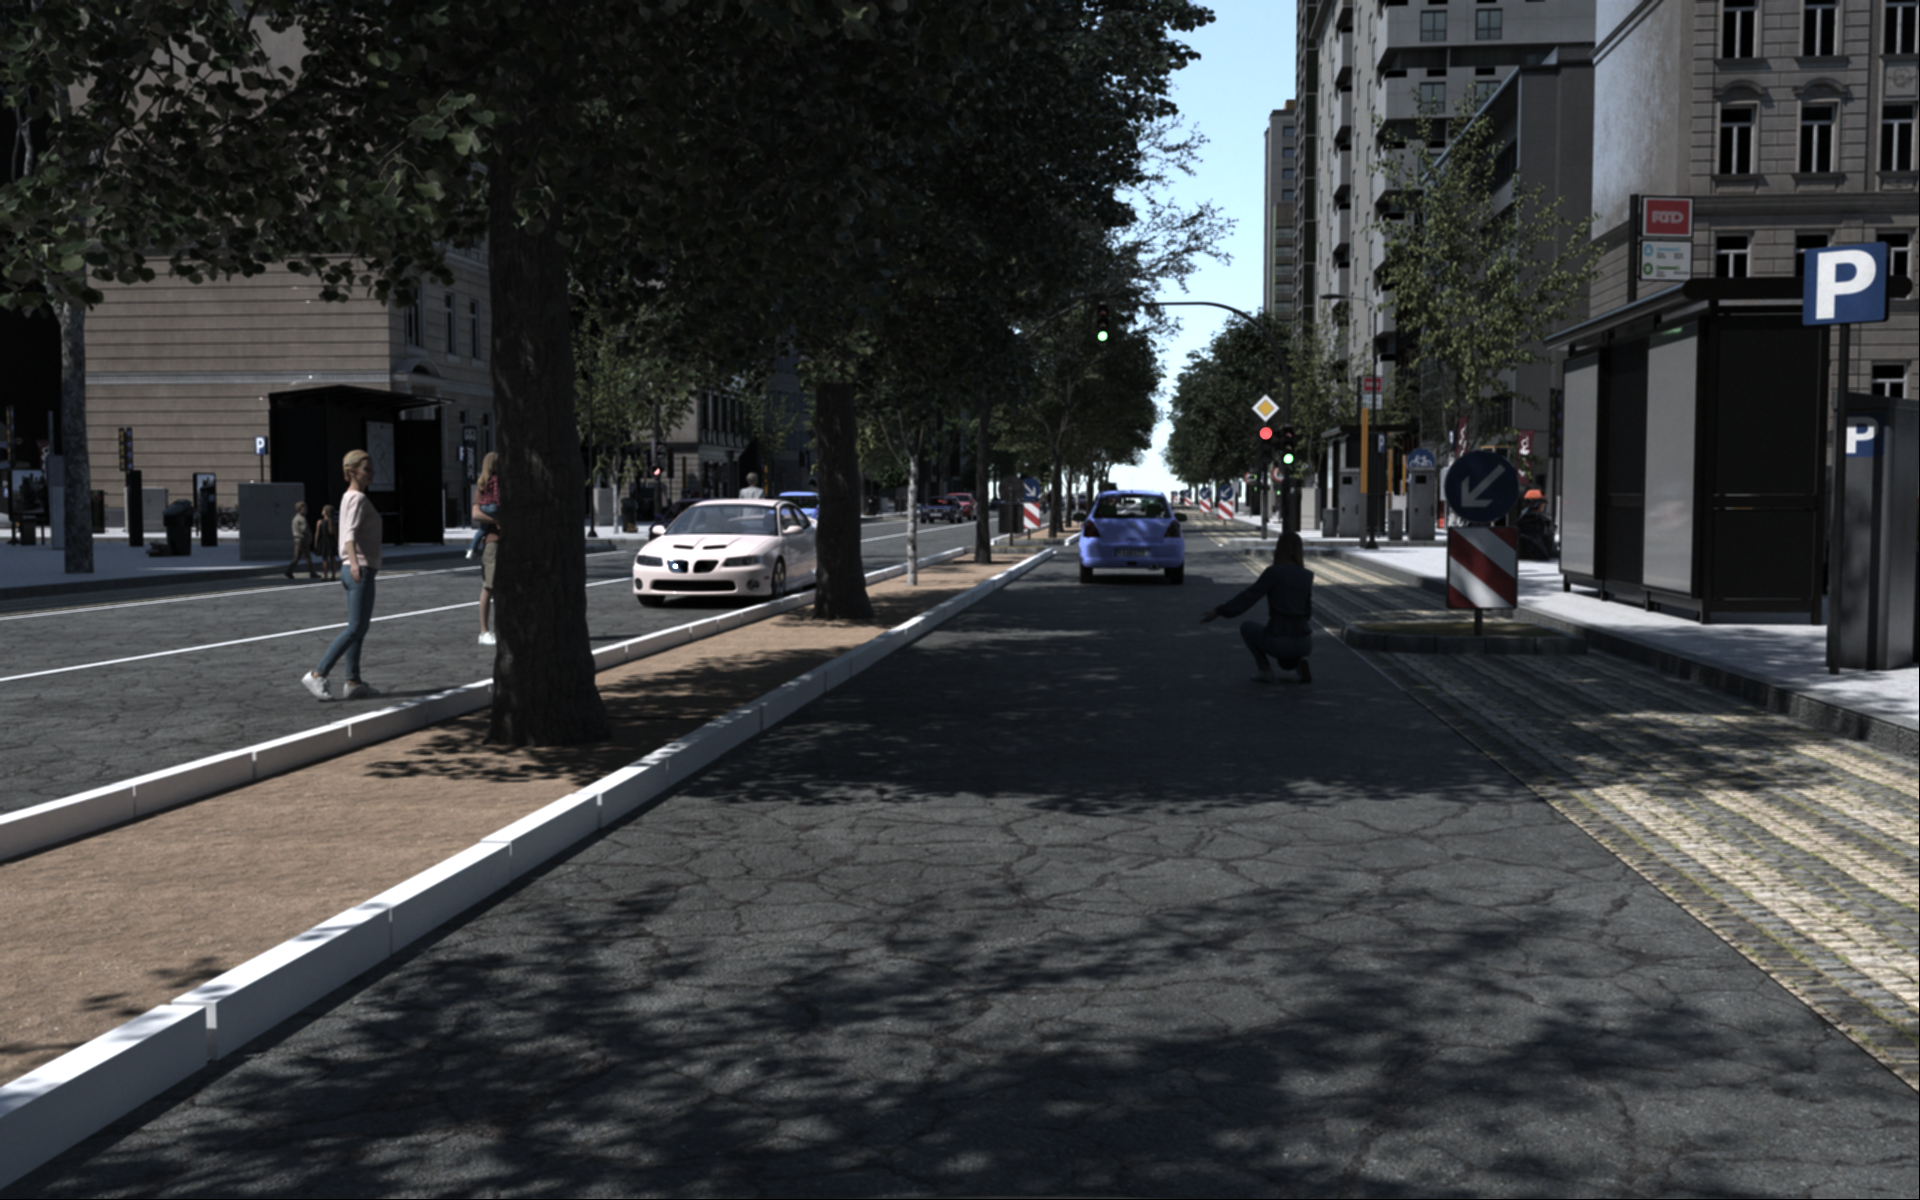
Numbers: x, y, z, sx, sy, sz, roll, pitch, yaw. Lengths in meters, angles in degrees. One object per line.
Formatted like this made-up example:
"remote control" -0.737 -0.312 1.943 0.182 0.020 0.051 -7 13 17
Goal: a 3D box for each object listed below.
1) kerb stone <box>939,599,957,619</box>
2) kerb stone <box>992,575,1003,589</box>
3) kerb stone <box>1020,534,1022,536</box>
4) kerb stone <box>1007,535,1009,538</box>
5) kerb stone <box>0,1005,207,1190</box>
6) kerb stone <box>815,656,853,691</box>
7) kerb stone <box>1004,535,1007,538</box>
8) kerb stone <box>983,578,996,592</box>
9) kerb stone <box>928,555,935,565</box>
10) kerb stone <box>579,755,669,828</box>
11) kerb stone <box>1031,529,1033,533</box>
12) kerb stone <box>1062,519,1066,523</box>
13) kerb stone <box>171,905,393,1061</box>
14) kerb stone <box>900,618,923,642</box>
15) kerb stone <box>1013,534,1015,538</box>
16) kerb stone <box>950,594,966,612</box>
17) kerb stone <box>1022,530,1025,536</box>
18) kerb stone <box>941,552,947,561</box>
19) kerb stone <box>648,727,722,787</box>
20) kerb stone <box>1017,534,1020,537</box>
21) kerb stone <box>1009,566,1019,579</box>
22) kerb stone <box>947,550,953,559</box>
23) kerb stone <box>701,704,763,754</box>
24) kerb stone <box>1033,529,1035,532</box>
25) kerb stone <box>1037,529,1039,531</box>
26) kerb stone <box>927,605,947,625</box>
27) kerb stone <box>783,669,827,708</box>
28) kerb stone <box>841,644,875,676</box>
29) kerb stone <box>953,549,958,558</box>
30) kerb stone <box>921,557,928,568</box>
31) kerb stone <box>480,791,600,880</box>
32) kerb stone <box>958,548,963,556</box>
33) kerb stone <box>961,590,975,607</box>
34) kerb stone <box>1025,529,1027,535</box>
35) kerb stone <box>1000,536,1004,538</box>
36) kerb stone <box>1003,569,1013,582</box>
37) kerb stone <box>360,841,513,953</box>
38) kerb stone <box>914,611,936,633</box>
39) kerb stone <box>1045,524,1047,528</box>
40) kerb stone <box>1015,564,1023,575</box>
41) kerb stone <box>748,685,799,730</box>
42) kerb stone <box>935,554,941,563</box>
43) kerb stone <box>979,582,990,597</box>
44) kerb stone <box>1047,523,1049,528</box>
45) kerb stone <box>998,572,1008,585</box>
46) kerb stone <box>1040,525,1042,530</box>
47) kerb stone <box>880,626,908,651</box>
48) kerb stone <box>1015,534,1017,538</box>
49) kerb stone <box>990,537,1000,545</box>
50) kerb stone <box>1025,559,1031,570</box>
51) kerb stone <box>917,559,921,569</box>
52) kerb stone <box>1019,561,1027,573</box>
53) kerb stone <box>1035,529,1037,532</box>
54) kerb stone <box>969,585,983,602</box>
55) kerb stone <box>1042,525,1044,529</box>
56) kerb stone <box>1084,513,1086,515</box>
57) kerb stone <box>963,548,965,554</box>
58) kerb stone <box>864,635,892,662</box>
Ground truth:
"kerb stone" -0.178 0.125 20.155 0.120 0.150 1.000 0 4 6
"kerb stone" 0.508 -0.249 26.268 0.120 0.150 1.000 0 4 6
"kerb stone" 1.895 -2.162 57.642 0.120 0.150 1.000 0 4 6
"kerb stone" 1.323 -1.856 52.546 0.120 0.150 1.000 0 4 6
"kerb stone" -2.004 1.123 3.853 0.120 0.150 1.000 0 4 6
"kerb stone" -0.972 0.560 13.033 0.120 0.150 1.000 0 4 6
"kerb stone" 1.209 -1.794 51.531 0.120 0.150 1.000 0 4 6
"kerb stone" 0.383 -0.186 25.244 0.120 0.150 1.000 0 4 6
"kerb stone" -0.670 -0.762 34.652 0.120 0.150 1.000 0 4 6
"kerb stone" -1.540 0.873 7.926 0.120 0.150 1.000 0 4 6
"kerb stone" 2.461 -2.479 62.723 0.120 0.150 1.000 0 4 6
"kerb stone" 5.529 -4.157 90.215 0.120 0.150 1.000 0 4 6
"kerb stone" -1.882 1.059 4.877 0.120 0.150 1.000 0 4 6
"kerb stone" -0.519 0.318 17.108 0.120 0.150 1.000 0 4 6
"kerb stone" 1.556 -1.980 54.584 0.120 0.150 1.000 0 4 6
"kerb stone" -0.069 0.063 21.172 0.120 0.150 1.000 0 4 6
"kerb stone" 2.007 -2.223 58.659 0.120 0.150 1.000 0 4 6
"kerb stone" -0.442 -0.885 36.688 0.120 0.150 1.000 0 4 6
"kerb stone" -1.428 0.810 8.947 0.120 0.150 1.000 0 4 6
"kerb stone" 1.780 -2.106 56.626 0.120 0.150 1.000 0 4 6
"kerb stone" 0.852 -0.436 29.316 0.120 0.150 1.000 0 4 6
"kerb stone" -0.331 -0.943 37.705 0.120 0.150 1.000 0 4 6
"kerb stone" -1.322 0.748 9.963 0.120 0.150 1.000 0 4 6
"kerb stone" 2.574 -2.540 63.742 0.120 0.150 1.000 0 4 6
"kerb stone" 2.805 -2.666 65.777 0.120 0.150 1.000 0 4 6
"kerb stone" -0.295 0.187 19.140 0.120 0.150 1.000 0 4 6
"kerb stone" -1.092 0.623 12.008 0.120 0.150 1.000 0 4 6
"kerb stone" -0.853 0.498 14.048 0.120 0.150 1.000 0 4 6
"kerb stone" -0.213 -1.012 38.736 0.120 0.150 1.000 0 4 6
"kerb stone" -0.790 -0.699 33.627 0.120 0.150 1.000 0 4 6
"kerb stone" -1.664 0.935 6.910 0.120 0.150 1.000 0 4 6
"kerb stone" -0.096 -1.074 39.752 0.120 0.150 1.000 0 4 6
"kerb stone" 0.049 0.004 22.189 0.120 0.150 1.000 0 4 6
"kerb stone" 2.127 -2.291 59.674 0.120 0.150 1.000 0 4 6
"kerb stone" 1.094 -1.729 50.514 0.120 0.150 1.000 0 4 6
"kerb stone" 0.731 -0.373 28.301 0.120 0.150 1.000 0 4 6
"kerb stone" -1.772 1.003 5.894 0.120 0.150 1.000 0 4 6
"kerb stone" -0.404 0.249 18.123 0.120 0.150 1.000 0 4 6
"kerb stone" 3.373 -2.974 70.878 0.120 0.150 1.000 0 4 6
"kerb stone" 0.954 -0.498 30.336 0.120 0.150 1.000 0 4 6
"kerb stone" -1.198 0.686 10.986 0.120 0.150 1.000 0 4 6
"kerb stone" -0.560 -0.824 35.668 0.120 0.150 1.000 0 4 6
"kerb stone" 0.277 -0.118 24.228 0.120 0.150 1.000 0 4 6
"kerb stone" 3.485 -3.040 71.894 0.120 0.150 1.000 0 4 6
"kerb stone" 0.617 -0.305 27.285 0.120 0.150 1.000 0 4 6
"kerb stone" 3.033 -2.788 67.814 0.120 0.150 1.000 0 4 6
"kerb stone" -0.639 0.374 16.088 0.120 0.150 1.000 0 4 6
"kerb stone" 1.662 -2.043 55.600 0.120 0.150 1.000 0 4 6
"kerb stone" 0.974 -1.670 49.493 0.120 0.150 1.000 0 4 6
"kerb stone" 1.183 -0.621 32.368 0.120 0.150 1.000 0 4 6
"kerb stone" -0.903 -0.635 32.611 0.120 0.150 1.000 0 4 6
"kerb stone" 1.076 -0.560 31.351 0.120 0.150 1.000 0 4 6
"kerb stone" 2.685 -2.603 64.762 0.120 0.150 1.000 0 4 6
"kerb stone" 0.168 -0.062 23.211 0.120 0.150 1.000 0 4 6
"kerb stone" 3.147 -2.853 68.838 0.120 0.150 1.000 0 4 6
"kerb stone" 8.837 -5.960 119.759 0.120 0.150 1.000 0 4 6
"kerb stone" 0.012 -1.136 40.769 0.120 0.150 1.000 0 4 6
"kerb stone" -0.750 0.440 15.071 0.120 0.150 1.000 0 4 6
